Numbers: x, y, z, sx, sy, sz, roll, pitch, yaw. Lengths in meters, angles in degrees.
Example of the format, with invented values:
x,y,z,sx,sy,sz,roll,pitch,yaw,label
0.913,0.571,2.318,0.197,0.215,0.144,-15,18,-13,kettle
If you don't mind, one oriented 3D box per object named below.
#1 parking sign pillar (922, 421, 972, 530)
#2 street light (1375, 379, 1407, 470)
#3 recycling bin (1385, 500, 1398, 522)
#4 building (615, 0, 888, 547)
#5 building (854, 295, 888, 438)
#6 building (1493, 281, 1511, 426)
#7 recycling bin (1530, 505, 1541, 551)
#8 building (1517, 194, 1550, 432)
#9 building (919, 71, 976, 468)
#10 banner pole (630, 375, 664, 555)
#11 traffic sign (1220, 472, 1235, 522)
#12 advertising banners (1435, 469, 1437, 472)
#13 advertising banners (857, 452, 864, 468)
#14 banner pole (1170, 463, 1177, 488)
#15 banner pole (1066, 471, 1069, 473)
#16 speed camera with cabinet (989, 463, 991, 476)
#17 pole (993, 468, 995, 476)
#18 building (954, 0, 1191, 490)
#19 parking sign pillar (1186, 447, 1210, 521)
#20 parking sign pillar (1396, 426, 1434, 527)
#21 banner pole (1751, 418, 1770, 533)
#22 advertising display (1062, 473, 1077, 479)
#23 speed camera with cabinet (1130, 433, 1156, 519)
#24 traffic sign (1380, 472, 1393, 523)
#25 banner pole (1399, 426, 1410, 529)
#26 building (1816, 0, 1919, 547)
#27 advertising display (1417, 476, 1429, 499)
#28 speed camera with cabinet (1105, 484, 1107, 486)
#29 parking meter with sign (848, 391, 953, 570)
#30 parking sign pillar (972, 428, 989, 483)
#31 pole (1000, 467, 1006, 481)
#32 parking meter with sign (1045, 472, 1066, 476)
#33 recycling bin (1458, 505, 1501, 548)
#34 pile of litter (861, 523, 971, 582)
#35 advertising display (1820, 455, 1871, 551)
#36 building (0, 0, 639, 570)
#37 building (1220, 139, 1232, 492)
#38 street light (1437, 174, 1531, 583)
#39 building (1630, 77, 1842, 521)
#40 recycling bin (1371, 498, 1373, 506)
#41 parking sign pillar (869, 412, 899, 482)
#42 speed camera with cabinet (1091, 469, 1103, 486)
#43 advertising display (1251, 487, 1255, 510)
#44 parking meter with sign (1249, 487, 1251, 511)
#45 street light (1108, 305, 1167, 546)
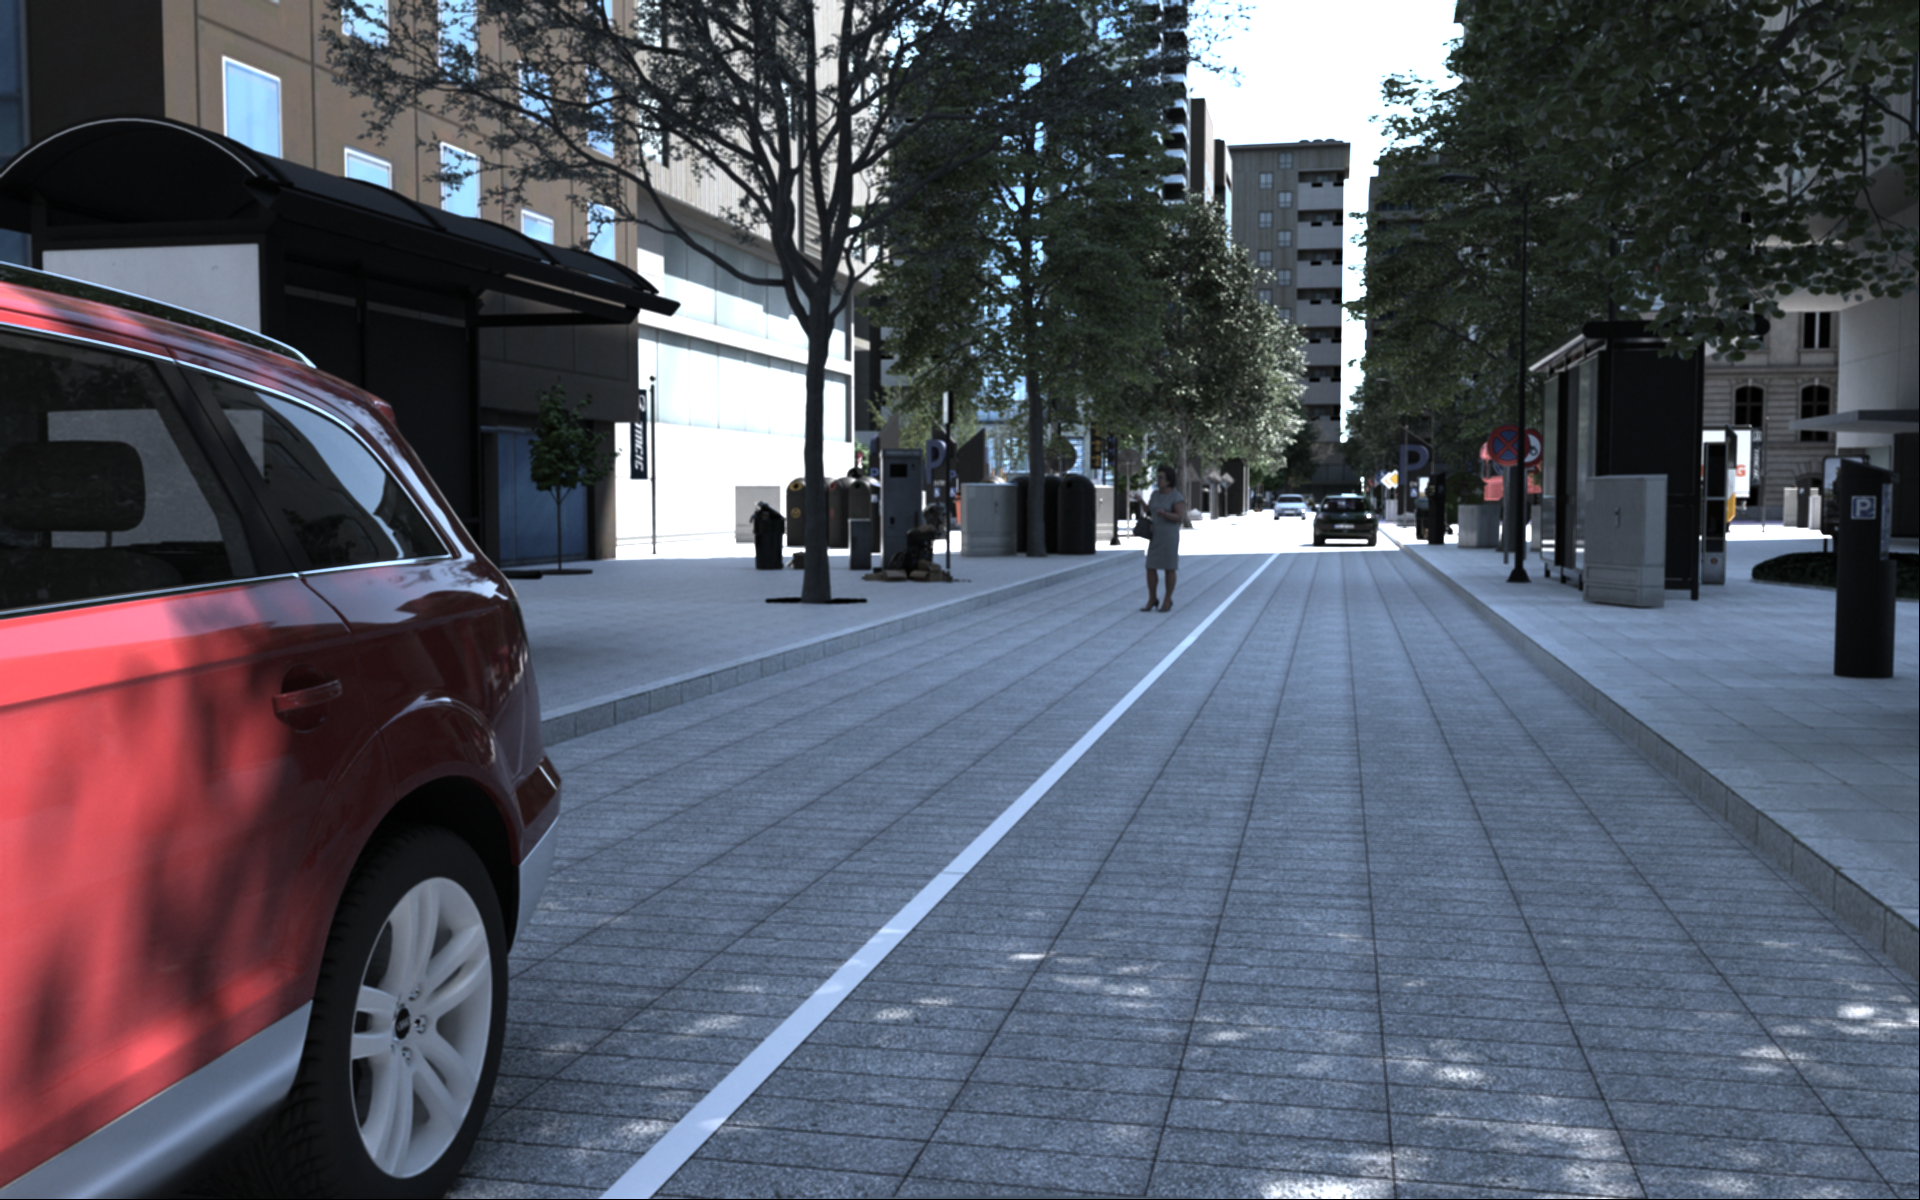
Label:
x,y,z,sx,sy,sz,roll,pitch,yaw,label
-0.663,-4.480,61.722,1.447,3.967,1.447,-3,4,-37,parking sign pillar
17.458,-5.959,69.967,1.470,5.913,1.316,1,4,12,street light
19.959,-4.092,79.456,0.722,1.027,0.722,2,4,28,recycling bin
-18.123,-28.347,52.710,27.495,52.752,28.713,1,4,12,building
-20.590,-36.522,220.843,21.600,48.544,21.300,1,4,12,building
47.751,-19.052,130.588,14.460,24.649,34.723,1,4,12,building
13.315,-1.609,38.855,0.722,1.027,0.722,-2,4,-24,recycling bin
39.132,-15.659,105.173,9.793,20.994,18.267,1,4,12,building
4.079,-38.105,212.251,27.495,52.752,28.713,1,4,12,building
-6.624,-2.838,36.417,0.401,3.779,0.863,3,5,39,banner pole
12.201,-4.630,79.348,0.795,2.450,0.064,1,4,12,traffic sign
33.838,-7.820,124.047,0.090,3.025,2.074,0,4,-1,advertising banners
-4.512,-4.587,71.180,0.090,3.025,2.074,2,4,29,advertising banners
10.013,-5.530,80.432,0.863,3.779,0.401,1,4,12,banner pole
6.206,-6.720,99.885,0.401,3.779,0.863,0,4,-8,banner pole
1.675,-7.134,110.976,0.660,3.252,2.038,0,4,-5,speed camera with cabinet
2.654,-8.691,135.934,0.158,3.312,0.155,0,3,0,pole
12.466,-52.485,170.800,22.319,86.520,31.000,1,4,12,building
10.814,-5.710,81.823,1.447,3.967,1.447,-3,5,-43,parking sign pillar
17.832,-4.852,67.801,1.447,3.967,1.447,1,4,23,parking sign pillar
26.381,-4.105,57.131,0.401,3.779,0.863,-1,4,-17,banner pole
3.265,-2.986,54.040,0.974,1.923,0.123,-3,4,-36,advertising display
6.031,-3.735,55.401,0.660,3.252,2.038,2,4,31,speed camera with cabinet
19.275,-4.535,77.792,0.795,2.450,0.064,1,4,12,traffic sign
16.439,-4.520,63.920,0.401,3.779,0.863,1,4,13,banner pole
33.895,-27.265,35.014,28.713,52.752,27.495,1,4,12,building
17.036,-3.519,62.742,0.974,1.923,0.123,-1,4,-8,advertising display
11.947,-9.068,142.602,0.660,3.252,2.038,-1,4,-13,speed camera with cabinet
-1.016,-2.029,29.432,1.738,3.016,0.543,-1,4,-10,parking meter with sign
0.555,-5.051,71.062,1.447,3.967,1.447,3,4,36,parking sign pillar
3.195,-8.481,132.511,0.158,3.312,0.155,0,3,0,pole
8.173,-9.489,151.400,1.738,3.016,0.543,1,4,20,parking meter with sign
12.424,-1.768,41.465,0.722,1.027,0.722,-2,4,-26,recycling bin
-0.671,-0.714,25.639,1.719,0.858,1.176,3,5,44,pile of litter
14.670,-1.438,28.728,0.123,1.923,0.974,-1,4,-13,advertising display
-14.642,-23.104,27.855,14.600,45.320,14.200,1,4,12,building
26.056,-34.576,215.430,14.200,45.320,14.600,1,4,12,building
7.610,-3.219,25.171,1.470,5.913,1.316,1,4,12,street light
47.916,-16.362,86.610,34.723,24.649,14.460,1,4,12,building
29.376,-6.775,123.331,0.722,1.027,0.722,2,4,28,recycling bin
-2.461,-4.137,56.116,1.447,3.967,1.447,2,4,26,parking sign pillar
8.175,-6.756,104.800,0.660,3.252,2.038,1,4,8,speed camera with cabinet
23.275,-8.099,137.637,0.123,1.923,0.974,0,4,-4,advertising display
22.197,-8.418,133.893,0.543,3.016,1.738,0,4,-1,parking meter with sign
4.394,-4.294,42.743,1.470,5.913,1.316,1,4,12,street light
